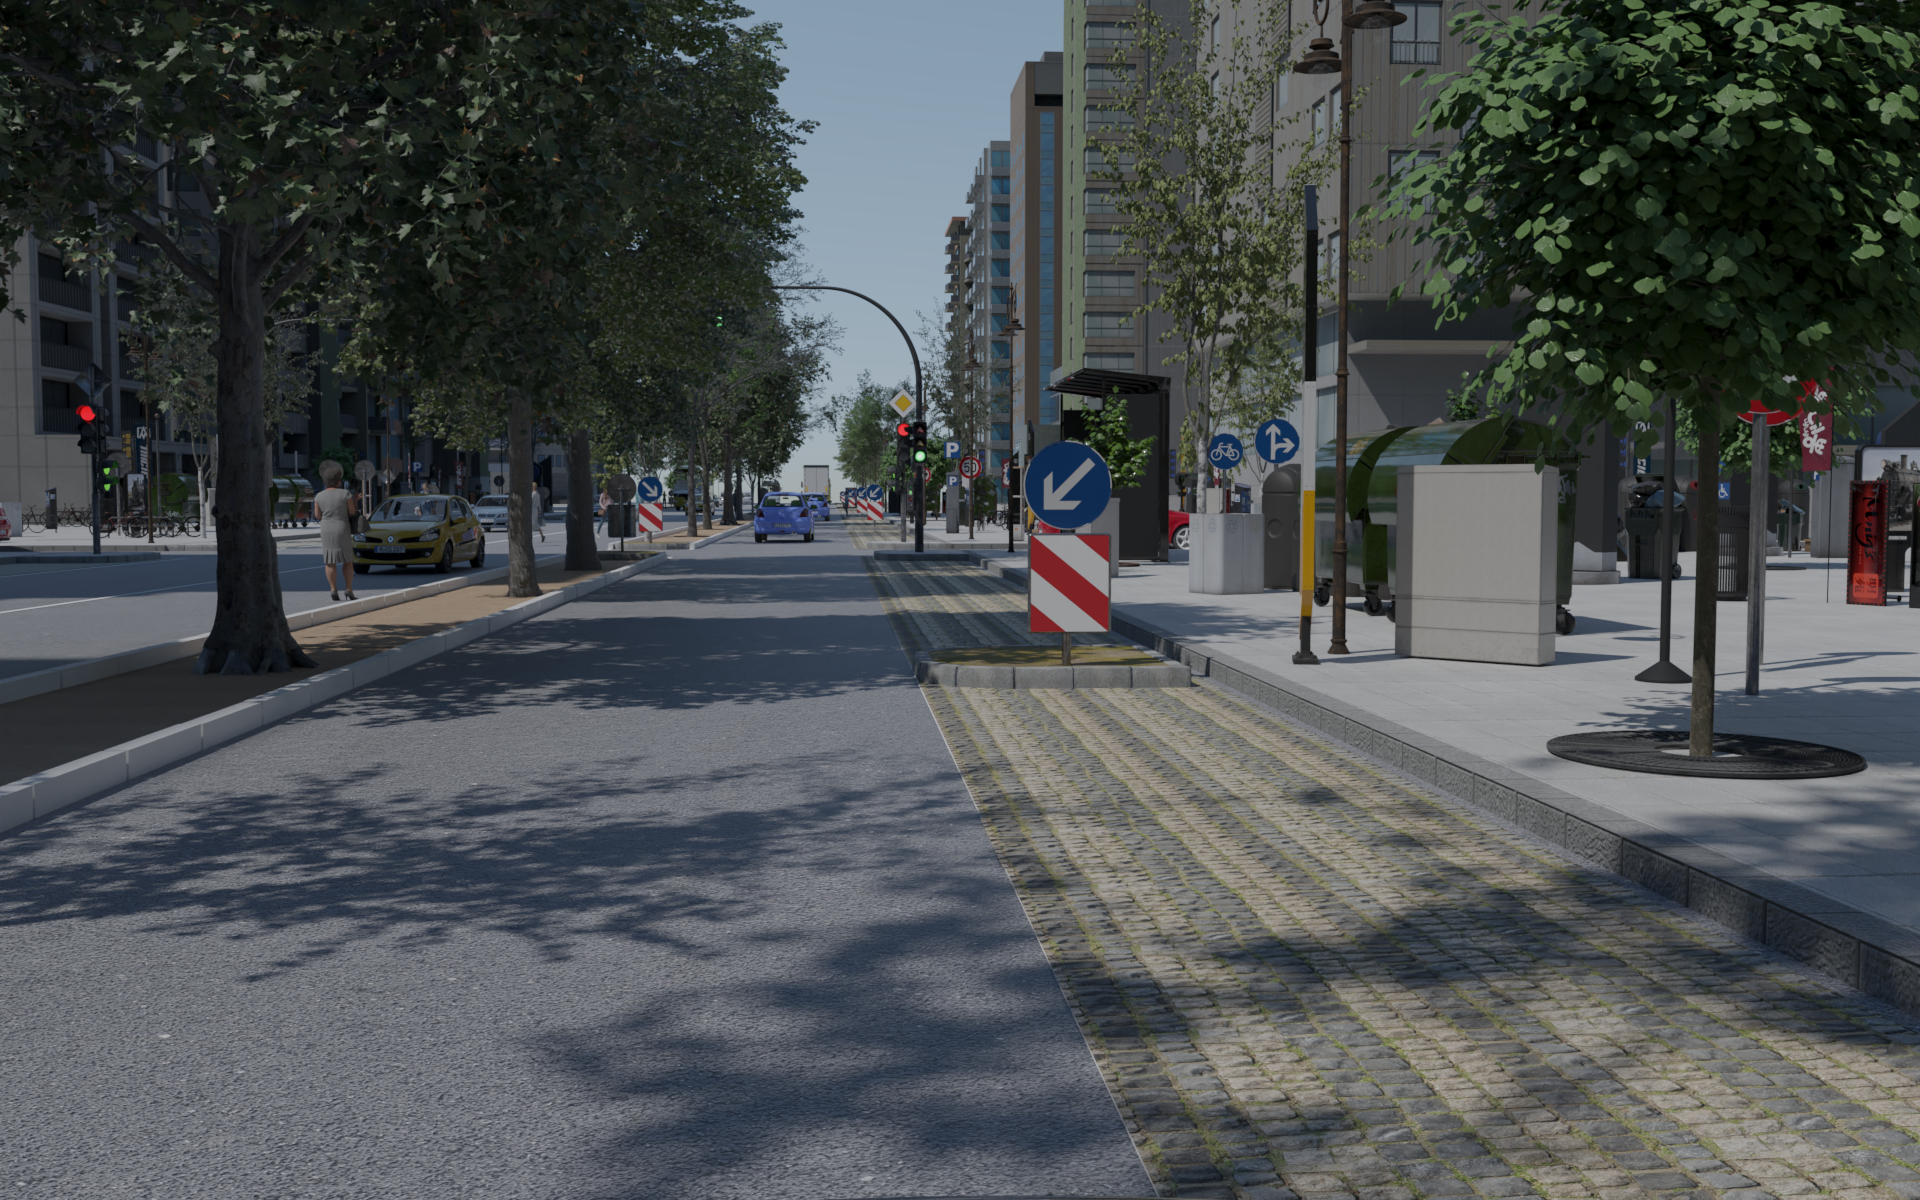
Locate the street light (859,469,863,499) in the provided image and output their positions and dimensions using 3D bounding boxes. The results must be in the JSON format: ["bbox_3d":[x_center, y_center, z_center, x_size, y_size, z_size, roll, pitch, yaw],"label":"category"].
[{"bbox_3d":[-11.657,-14.359,207.556,0.468,5.910,1.993,0,4,-4],"label":"street light"}]

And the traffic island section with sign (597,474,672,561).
[{"bbox_3d":[-7.498,-1.827,38.006,2.006,1.907,1.989,0,4,-4],"label":"traffic island section with sign"}]

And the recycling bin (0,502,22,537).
[{"bbox_3d":[-28.590,-2.398,51.761,0.722,1.027,0.722,1,4,19],"label":"recycling bin"}]

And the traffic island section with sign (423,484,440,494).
[{"bbox_3d":[-20.753,-3.616,67.756,1.989,1.847,2.006,0,4,-4],"label":"traffic island section with sign"}]

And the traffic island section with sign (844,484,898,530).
[{"bbox_3d":[-3.506,-3.674,68.704,1.989,1.847,2.006,0,4,-4],"label":"traffic island section with sign"}]

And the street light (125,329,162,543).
[{"bbox_3d":[-21.112,-4.419,45.031,0.468,5.910,1.993,0,4,-4],"label":"street light"}]

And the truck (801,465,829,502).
[{"bbox_3d":[-14.339,-11.198,171.994,2.839,4.237,11.283,0,4,-6],"label":"truck"}]

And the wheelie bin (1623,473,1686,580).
[{"bbox_3d":[10.504,-1.119,26.200,0.693,1.594,0.980,-2,4,-33],"label":"wheelie bin"}]

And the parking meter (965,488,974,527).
[{"bbox_3d":[0.377,-3.636,67.860,0.372,1.533,0.369,0,3,0],"label":"parking meter"}]

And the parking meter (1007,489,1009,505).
[{"bbox_3d":[3.054,-6.018,104.097,0.399,1.863,0.255,1,4,8],"label":"parking meter"}]

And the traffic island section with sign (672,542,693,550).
[{"bbox_3d":[-8.043,-2.279,45.393,2.006,1.907,1.989,0,4,-4],"label":"traffic island section with sign"}]

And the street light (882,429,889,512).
[{"bbox_3d":[-5.376,-9.280,124.515,0.468,5.910,1.993,0,4,-4],"label":"street light"}]

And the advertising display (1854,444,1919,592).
[{"bbox_3d":[12.147,-1.063,22.597,0.974,1.923,0.123,0,4,-4],"label":"advertising display"}]

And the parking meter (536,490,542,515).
[{"bbox_3d":[-25.256,-5.835,103.808,0.372,1.533,0.369,0,3,0],"label":"parking meter"}]

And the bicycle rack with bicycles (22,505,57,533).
[{"bbox_3d":[-31.231,-2.651,56.728,2.852,0.926,2.925,2,4,29],"label":"bicycle rack with bicycles"}]

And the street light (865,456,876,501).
[{"bbox_3d":[-8.935,-12.217,172.538,0.468,5.910,1.993,0,4,-4],"label":"street light"}]

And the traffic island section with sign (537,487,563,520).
[{"bbox_3d":[-22.773,-5.260,94.636,1.989,1.847,2.006,0,4,-4],"label":"traffic island section with sign"}]

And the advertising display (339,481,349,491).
[{"bbox_3d":[-29.593,-4.784,83.436,0.123,1.923,0.974,0,4,-7],"label":"advertising display"}]

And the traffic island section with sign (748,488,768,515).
[{"bbox_3d":[-13.681,-6.861,120.321,2.006,1.907,1.989,0,4,-4],"label":"traffic island section with sign"}]

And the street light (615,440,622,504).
[{"bbox_3d":[-28.533,-10.532,144.991,0.468,5.910,1.993,0,4,-4],"label":"street light"}]

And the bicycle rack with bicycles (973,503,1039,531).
[{"bbox_3d":[1.404,-2.864,60.211,2.852,0.926,2.925,0,4,1],"label":"bicycle rack with bicycles"}]

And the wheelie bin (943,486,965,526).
[{"bbox_3d":[-0.116,-3.820,70.371,0.980,1.594,0.693,-2,4,-29],"label":"wheelie bin"}]

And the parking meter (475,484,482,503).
[{"bbox_3d":[-26.858,-5.562,96.652,0.255,1.863,0.399,0,4,4],"label":"parking meter"}]

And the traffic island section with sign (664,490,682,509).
[{"bbox_3d":[-28.547,-9.966,171.576,1.989,1.847,2.006,0,4,-4],"label":"traffic island section with sign"}]

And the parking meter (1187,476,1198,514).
[{"bbox_3d":[7.701,-3.158,57.339,0.255,1.863,0.399,-1,4,-22],"label":"parking meter"}]

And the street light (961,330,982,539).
[{"bbox_3d":[0.326,-4.654,48.886,0.468,5.910,1.993,0,4,-4],"label":"street light"}]

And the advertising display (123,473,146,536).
[{"bbox_3d":[-25.245,-2.923,53.003,0.123,1.923,0.974,0,4,5],"label":"advertising display"}]

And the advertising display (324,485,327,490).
[{"bbox_3d":[-35.230,-5.633,97.320,0.974,1.923,0.123,0,4,-5],"label":"advertising display"}]

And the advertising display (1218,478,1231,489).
[{"bbox_3d":[10.705,-3.964,70.031,0.123,1.923,0.974,2,4,34],"label":"advertising display"}]

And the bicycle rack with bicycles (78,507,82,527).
[{"bbox_3d":[-34.471,-3.326,67.764,2.925,0.926,2.852,-2,4,-32],"label":"bicycle rack with bicycles"}]

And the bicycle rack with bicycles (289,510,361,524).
[{"bbox_3d":[-26.600,-3.652,73.084,2.925,0.926,2.852,3,5,44],"label":"bicycle rack with bicycles"}]

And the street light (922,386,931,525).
[{"bbox_3d":[-1.472,-6.119,72.839,0.468,5.910,1.993,0,4,-4],"label":"street light"}]

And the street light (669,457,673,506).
[{"bbox_3d":[-32.262,-13.474,193.094,0.468,5.910,1.993,0,4,-4],"label":"street light"}]

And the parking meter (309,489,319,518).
[{"bbox_3d":[-32.452,-4.820,87.222,0.372,1.533,0.369,0,3,0],"label":"parking meter"}]

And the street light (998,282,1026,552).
[{"bbox_3d":[1.125,-3.984,37.933,0.468,5.910,1.993,0,4,-4],"label":"street light"}]

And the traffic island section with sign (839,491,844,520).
[{"bbox_3d":[-5.521,-5.325,95.688,1.989,1.847,2.006,0,4,-4],"label":"traffic island section with sign"}]

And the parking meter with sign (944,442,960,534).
[{"bbox_3d":[-0.255,-3.705,56.840,0.543,3.016,1.738,0,3,0],"label":"parking meter with sign"}]

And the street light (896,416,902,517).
[{"bbox_3d":[-3.311,-7.602,97.074,0.468,5.910,1.993,0,4,-4],"label":"street light"}]

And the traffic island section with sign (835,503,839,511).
[{"bbox_3d":[-9.201,-8.313,144.552,1.989,1.847,2.006,0,4,-4],"label":"traffic island section with sign"}]

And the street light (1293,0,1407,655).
[{"bbox_3d":[3.043,-2.505,13.741,0.468,5.910,1.993,0,4,-4],"label":"street light"}]

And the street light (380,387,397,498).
[{"bbox_3d":[-22.713,-5.873,68.816,0.468,5.910,1.993,0,4,-4],"label":"street light"}]

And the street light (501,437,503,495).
[{"bbox_3d":[-24.702,-7.373,93.343,0.468,5.910,1.993,0,4,-4],"label":"street light"}]

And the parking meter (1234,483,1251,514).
[{"bbox_3d":[6.417,-1.891,39.324,0.372,1.533,0.369,0,3,0],"label":"parking meter"}]

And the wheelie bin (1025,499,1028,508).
[{"bbox_3d":[2.517,-3.884,71.418,0.980,1.594,0.693,-3,5,-44],"label":"wheelie bin"}]

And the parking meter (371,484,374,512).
[{"bbox_3d":[-34.142,-5.783,100.268,0.399,1.863,0.255,3,5,43],"label":"parking meter"}]

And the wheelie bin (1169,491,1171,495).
[{"bbox_3d":[9.894,-4.676,84.367,0.693,1.594,0.980,1,4,22],"label":"wheelie bin"}]

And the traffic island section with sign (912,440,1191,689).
[{"bbox_3d":[0.639,-0.304,13.601,1.989,1.847,2.006,0,4,-4],"label":"traffic island section with sign"}]

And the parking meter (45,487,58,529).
[{"bbox_3d":[-33.127,-3.347,63.142,0.372,1.533,0.369,0,3,0],"label":"parking meter"}]

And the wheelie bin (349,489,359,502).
[{"bbox_3d":[-41.574,-6.772,118.632,0.693,1.594,0.980,2,4,23],"label":"wheelie bin"}]

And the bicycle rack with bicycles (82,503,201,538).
[{"bbox_3d":[-23.889,-2.319,51.297,2.925,0.926,2.852,-1,4,-10],"label":"bicycle rack with bicycles"}]

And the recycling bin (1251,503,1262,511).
[{"bbox_3d":[8.189,-2.124,47.279,0.722,1.027,0.722,-1,4,-10],"label":"recycling bin"}]

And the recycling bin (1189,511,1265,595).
[{"bbox_3d":[3.446,-0.602,22.394,0.722,1.027,0.722,-2,4,-27],"label":"recycling bin"}]
